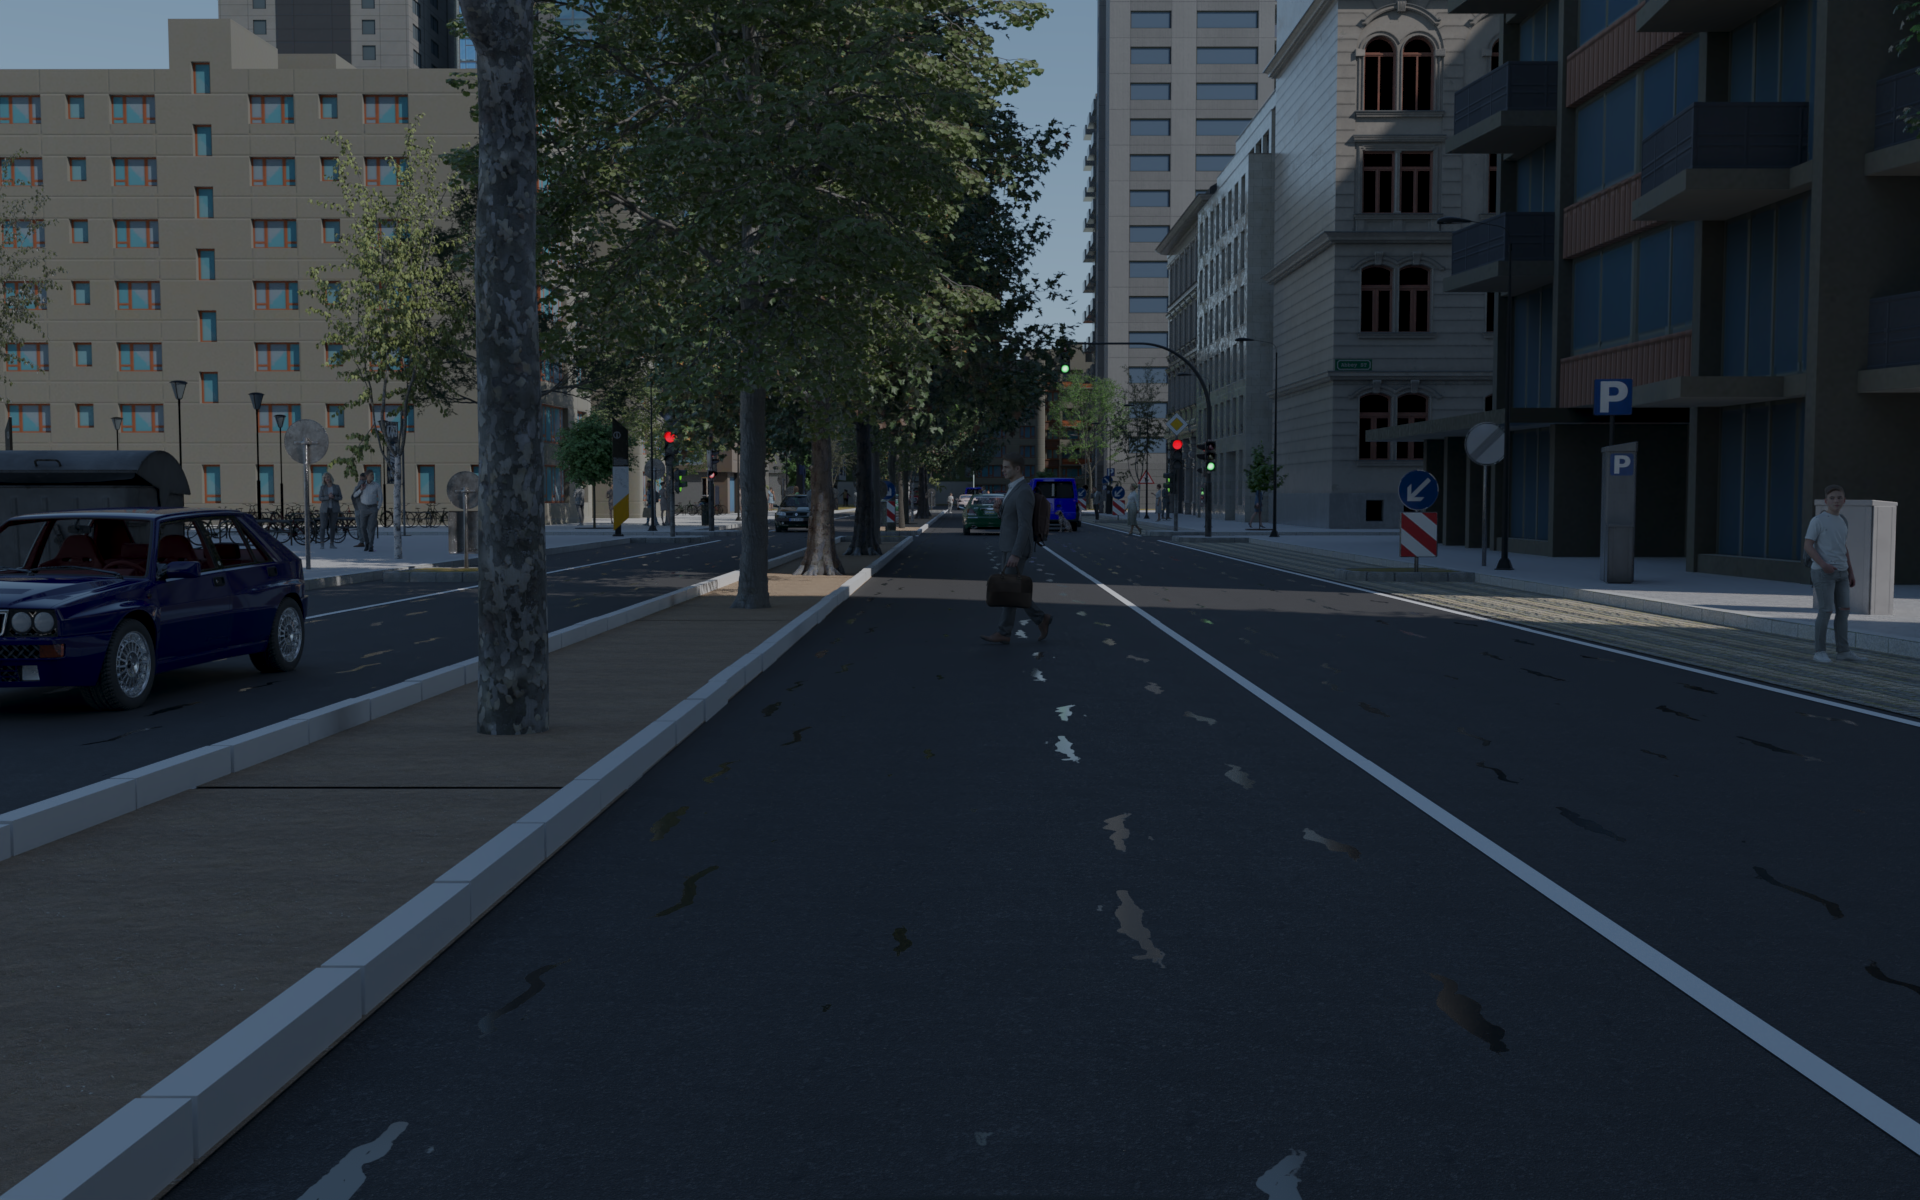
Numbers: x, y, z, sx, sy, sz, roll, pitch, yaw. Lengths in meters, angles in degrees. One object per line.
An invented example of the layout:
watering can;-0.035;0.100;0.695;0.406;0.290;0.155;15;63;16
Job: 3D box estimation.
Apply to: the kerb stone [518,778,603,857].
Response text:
kerb stone;-1.675;0.913;7.271;0.120;0.150;1.000;0;4;0

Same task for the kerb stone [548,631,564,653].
kerb stone;-3.745;0.414;15.496;0.120;0.150;1.000;0;4;0

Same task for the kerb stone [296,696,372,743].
kerb stone;-3.769;0.723;10.376;0.120;0.150;1.000;0;4;0

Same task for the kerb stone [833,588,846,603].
kerb stone;-1.618;-0.028;22.657;0.120;0.150;1.000;0;4;0

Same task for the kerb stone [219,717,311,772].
kerb stone;-3.766;0.786;9.346;0.120;0.150;1.000;0;4;0

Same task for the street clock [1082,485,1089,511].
street clock;9.634;-7.856;133.009;0.471;2.002;0.358;0;4;5

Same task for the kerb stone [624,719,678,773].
kerb stone;-1.675;0.793;9.315;0.120;0.150;1.000;0;4;0

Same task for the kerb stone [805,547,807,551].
kerb stone;-3.645;-1.093;40.068;0.120;0.150;1.000;0;4;0

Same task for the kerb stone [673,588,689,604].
kerb stone;-3.725;-0.024;22.663;0.120;0.150;1.000;0;4;0

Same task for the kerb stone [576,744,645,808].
kerb stone;-1.675;0.850;8.293;0.120;0.150;1.000;0;4;0

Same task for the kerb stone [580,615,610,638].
kerb stone;-3.738;0.285;17.539;0.120;0.150;1.000;0;4;0

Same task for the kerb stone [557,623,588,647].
kerb stone;-3.740;0.352;16.518;0.120;0.150;1.000;0;4;0

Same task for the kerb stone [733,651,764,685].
kerb stone;-1.657;0.537;13.415;0.120;0.150;1.000;0;4;0

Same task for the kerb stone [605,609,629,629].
kerb stone;-3.732;0.227;18.562;0.120;0.150;1.000;0;4;0

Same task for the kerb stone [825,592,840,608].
kerb stone;-1.633;0.038;21.635;0.120;0.150;1.000;0;4;0

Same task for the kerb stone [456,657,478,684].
kerb stone;-3.750;0.535;13.444;0.120;0.150;1.000;0;4;0

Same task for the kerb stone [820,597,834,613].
kerb stone;-1.627;0.105;20.609;0.120;0.150;1.000;0;4;0

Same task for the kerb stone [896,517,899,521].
kerb stone;-3.431;-4.637;98.031;0.120;0.150;1.000;0;4;0

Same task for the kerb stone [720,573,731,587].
kerb stone;-3.700;-0.279;26.756;0.120;0.150;1.000;0;4;0

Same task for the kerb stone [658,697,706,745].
kerb stone;-1.668;0.729;10.341;0.120;0.150;1.000;0;4;0

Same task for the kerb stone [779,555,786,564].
kerb stone;-3.671;-0.776;34.953;0.120;0.150;1.000;0;4;0

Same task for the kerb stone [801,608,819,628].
kerb stone;-1.638;0.226;18.565;0.120;0.150;1.000;0;4;0

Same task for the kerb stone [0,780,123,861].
kerb stone;-3.776;0.911;7.302;0.120;0.150;1.000;0;4;0

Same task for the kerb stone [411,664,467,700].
kerb stone;-3.759;0.598;12.422;0.120;0.150;1.000;0;4;0

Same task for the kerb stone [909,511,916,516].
kerb stone;-3.345;-6.081;121.613;0.120;0.150;1.000;0;4;0

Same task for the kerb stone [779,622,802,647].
kerb stone;-1.642;0.348;16.511;0.120;0.150;1.000;0;4;0

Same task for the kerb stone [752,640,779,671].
kerb stone;-1.644;0.474;14.445;0.120;0.150;1.000;0;4;0

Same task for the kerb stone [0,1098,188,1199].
kerb stone;-1.692;1.163;3.181;0.120;0.150;1.000;0;4;0

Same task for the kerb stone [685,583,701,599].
kerb stone;-3.718;-0.091;23.685;0.120;0.150;1.000;0;4;0

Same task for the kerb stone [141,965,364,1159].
kerb stone;-1.688;1.103;4.203;0.120;0.150;1.000;0;4;0

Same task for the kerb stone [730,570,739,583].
kerb stone;-3.700;-0.342;27.782;0.120;0.150;1.000;0;4;0

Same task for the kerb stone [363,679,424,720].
kerb stone;-3.762;0.667;11.398;0.120;0.150;1.000;0;4;0

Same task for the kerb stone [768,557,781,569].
kerb stone;-3.677;-0.718;33.930;0.120;0.150;1.000;0;4;0

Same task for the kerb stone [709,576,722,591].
kerb stone;-3.707;-0.215;25.729;0.120;0.150;1.000;0;4;0

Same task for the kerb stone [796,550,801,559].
kerb stone;-3.662;-0.968;38.024;0.120;0.150;1.000;0;4;0

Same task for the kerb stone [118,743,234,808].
kerb stone;-3.777;0.848;8.324;0.120;0.150;1.000;0;4;0

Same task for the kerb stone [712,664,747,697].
kerb stone;-1.666;0.600;12.393;0.120;0.150;1.000;0;4;0

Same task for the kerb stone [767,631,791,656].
kerb stone;-1.645;0.410;15.488;0.120;0.150;1.000;0;4;0

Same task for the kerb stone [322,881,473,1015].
kerb stone;-1.682;1.041;5.227;0.120;0.150;1.000;0;4;0

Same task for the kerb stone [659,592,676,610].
kerb stone;-3.719;0.036;21.636;0.120;0.150;1.000;0;4;0

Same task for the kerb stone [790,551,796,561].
kerb stone;-3.659;-0.905;37.001;0.120;0.150;1.000;0;4;0

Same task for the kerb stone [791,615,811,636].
kerb stone;-1.639;0.285;17.533;0.120;0.150;1.000;0;4;0

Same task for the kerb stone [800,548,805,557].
kerb stone;-3.660;-1.031;39.046;0.120;0.150;1.000;0;4;0

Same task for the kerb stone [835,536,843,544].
kerb stone;-3.612;-1.785;51.379;0.120;0.150;1.000;0;4;0

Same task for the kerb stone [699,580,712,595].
kerb stone;-3.710;-0.154;24.707;0.120;0.150;1.000;0;4;0

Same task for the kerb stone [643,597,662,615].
kerb stone;-3.726;0.099;20.608;0.120;0.150;1.000;0;4;0

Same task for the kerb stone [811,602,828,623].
kerb stone;-1.623;0.160;19.587;0.120;0.150;1.000;0;4;0

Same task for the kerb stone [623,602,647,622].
kerb stone;-3.724;0.162;19.585;0.120;0.150;1.000;0;4;0

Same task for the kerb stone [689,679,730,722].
kerb stone;-1.654;0.662;11.372;0.120;0.150;1.000;0;4;0

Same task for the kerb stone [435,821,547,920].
kerb stone;-1.681;0.975;6.249;0.120;0.150;1.000;0;4;0

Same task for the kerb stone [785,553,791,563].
kerb stone;-3.667;-0.839;35.979;0.120;0.150;1.000;0;4;0
